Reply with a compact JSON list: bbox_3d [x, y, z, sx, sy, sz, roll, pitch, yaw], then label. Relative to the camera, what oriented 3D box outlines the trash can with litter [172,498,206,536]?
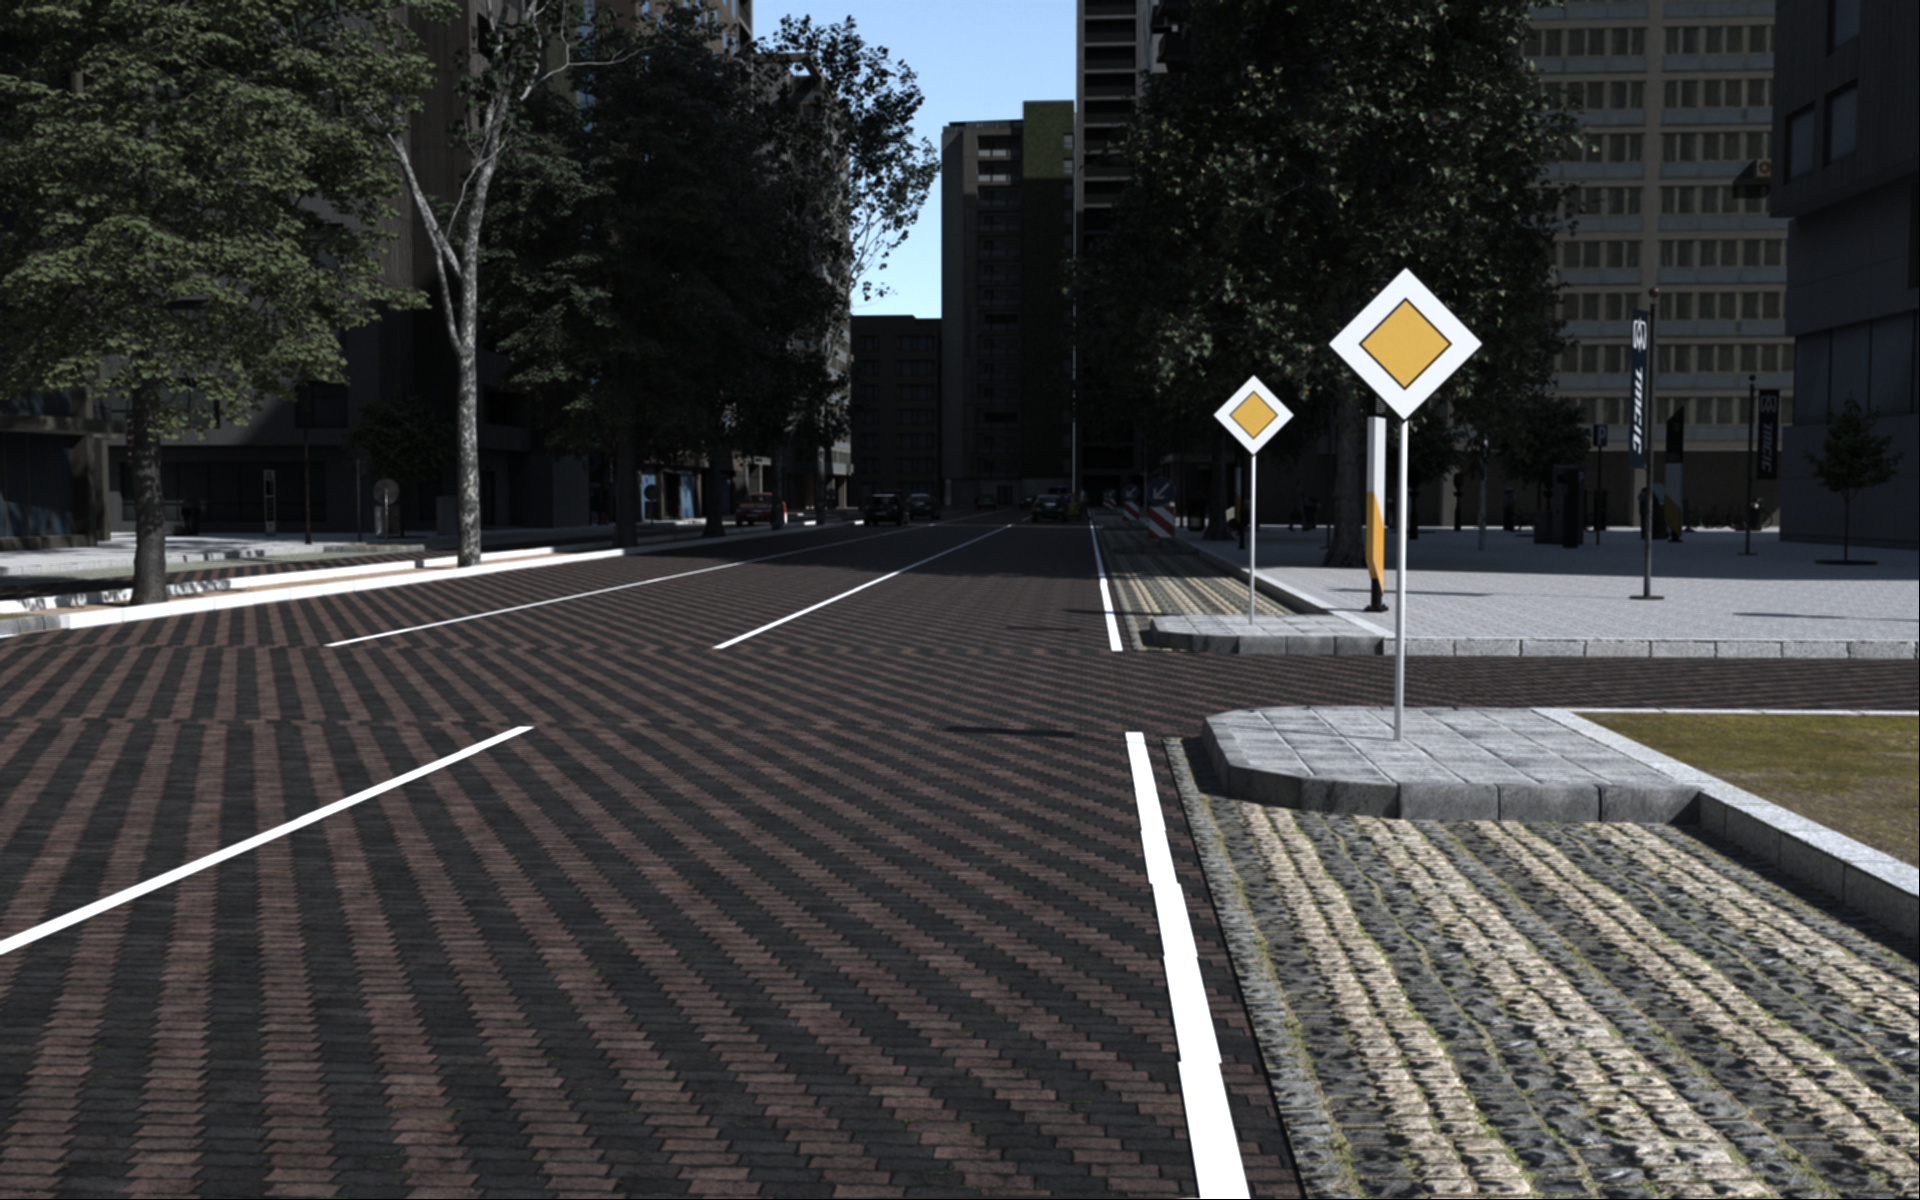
[{"bbox_3d":[-23.864,-2.579,53.548,0.624,1.170,1.055,0,4,5],"label":"trash can with litter"}]

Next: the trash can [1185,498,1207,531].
[{"bbox_3d":[8.182,-2.956,59.984,0.748,1.137,0.748,0,3,0],"label":"trash can"}]

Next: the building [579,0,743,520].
[{"bbox_3d":[-21.041,-27.575,100.965,14.600,45.320,14.200,0,4,4],"label":"building"}]

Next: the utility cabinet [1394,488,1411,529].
[{"bbox_3d":[15.899,-3.278,62.268,0.318,1.500,1.173,2,4,27],"label":"utility cabinet"}]

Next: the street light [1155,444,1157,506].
[{"bbox_3d":[10.340,-7.248,91.290,0.468,5.910,1.993,0,4,4],"label":"street light"}]

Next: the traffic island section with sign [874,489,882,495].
[{"bbox_3d":[-6.972,-8.461,146.964,1.989,1.847,2.006,0,4,4],"label":"traffic island section with sign"}]

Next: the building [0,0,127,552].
[{"bbox_3d":[-31.182,-23.153,33.181,22.147,44.769,28.867,0,4,4],"label":"building"}]

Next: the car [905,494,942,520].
[{"bbox_3d":[-2.143,-5.262,97.831,2.131,1.459,4.920,0,4,5],"label":"car"}]

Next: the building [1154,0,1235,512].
[{"bbox_3d":[23.607,-27.762,108.536,22.147,44.769,28.867,0,4,4],"label":"building"}]

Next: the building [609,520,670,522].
[{"bbox_3d":[-20.701,-26.543,84.088,14.600,45.320,14.200,0,4,4],"label":"building"}]

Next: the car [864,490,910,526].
[{"bbox_3d":[-3.353,-4.279,79.741,2.009,1.686,4.222,0,4,5],"label":"car"}]

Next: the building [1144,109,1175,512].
[{"bbox_3d":[20.974,-21.955,130.665,14.160,30.474,14.107,0,4,4],"label":"building"}]

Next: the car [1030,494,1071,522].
[{"bbox_3d":[4.655,-4.737,89.241,2.131,1.459,4.920,0,4,4],"label":"car"}]

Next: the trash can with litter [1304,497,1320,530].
[{"bbox_3d":[12.779,-3.160,63.048,0.624,1.170,1.055,1,4,14],"label":"trash can with litter"}]

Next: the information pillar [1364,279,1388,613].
[{"bbox_3d":[4.515,-1.676,18.760,0.183,3.616,0.504,2,4,27],"label":"information pillar"}]

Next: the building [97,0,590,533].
[{"bbox_3d":[-22.413,-17.786,62.495,14.160,30.474,14.107,0,4,4],"label":"building"}]

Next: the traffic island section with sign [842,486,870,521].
[{"bbox_3d":[-5.199,-5.161,92.527,2.006,1.907,1.989,0,4,4],"label":"traffic island section with sign"}]

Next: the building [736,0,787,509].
[{"bbox_3d":[-22.917,-41.580,118.082,20.563,71.187,20.611,0,4,4],"label":"building"}]

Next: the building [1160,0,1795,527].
[{"bbox_3d":[25.434,-23.572,77.279,32.217,40.220,23.993,0,4,4],"label":"building"}]

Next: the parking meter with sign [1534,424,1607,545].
[{"bbox_3d":[15.509,-2.928,44.130,0.543,3.016,1.738,-3,5,-42],"label":"parking meter with sign"}]

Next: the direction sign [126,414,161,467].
[{"bbox_3d":[-23.063,-3.484,48.966,0.876,3.537,0.379,-1,4,-14],"label":"direction sign"}]

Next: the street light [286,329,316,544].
[{"bbox_3d":[-16.703,-4.368,44.207,0.468,5.910,1.993,0,4,4],"label":"street light"}]

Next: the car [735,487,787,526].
[{"bbox_3d":[-9.043,-4.271,78.872,2.155,1.783,4.494,0,4,4],"label":"car"}]

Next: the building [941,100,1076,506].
[{"bbox_3d":[5.220,-30.595,183.816,14.086,41.232,14.154,0,4,4],"label":"building"}]

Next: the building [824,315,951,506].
[{"bbox_3d":[-16.028,-21.254,192.535,28.899,21.520,27.650,0,4,4],"label":"building"}]

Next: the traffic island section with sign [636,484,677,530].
[{"bbox_3d":[-12.532,-3.755,70.016,1.989,1.847,2.006,0,4,4],"label":"traffic island section with sign"}]

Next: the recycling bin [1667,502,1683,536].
[{"bbox_3d":[21.758,-2.492,53.293,0.722,1.027,0.722,0,4,5],"label":"recycling bin"}]

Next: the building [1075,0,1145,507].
[{"bbox_3d":[22.729,-45.639,184.447,20.611,71.187,20.563,0,4,4],"label":"building"}]

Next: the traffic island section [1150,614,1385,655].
[{"bbox_3d":[2.895,0.326,16.950,2.009,0.180,2.903,0,4,4],"label":"traffic island section"}]

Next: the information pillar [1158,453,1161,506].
[{"bbox_3d":[9.256,-5.448,80.427,0.183,3.616,0.504,0,4,8],"label":"information pillar"}]

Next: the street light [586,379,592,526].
[{"bbox_3d":[-14.921,-5.927,69.694,0.468,5.910,1.993,0,4,4],"label":"street light"}]

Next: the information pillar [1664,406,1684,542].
[{"bbox_3d":[19.019,-3.349,46.113,0.183,3.616,0.504,-2,4,-30],"label":"information pillar"}]

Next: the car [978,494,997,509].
[{"bbox_3d":[2.577,-9.605,165.840,1.959,1.807,4.718,0,4,2],"label":"car"}]

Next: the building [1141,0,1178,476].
[{"bbox_3d":[29.792,-34.362,151.054,28.713,52.752,27.495,0,4,4],"label":"building"}]

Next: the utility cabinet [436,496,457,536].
[{"bbox_3d":[-15.881,-2.592,53.546,0.306,1.237,1.020,0,4,4],"label":"utility cabinet"}]

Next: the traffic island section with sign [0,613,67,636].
[{"bbox_3d":[-10.607,-0.578,17.582,2.006,1.907,1.989,0,4,4],"label":"traffic island section with sign"}]

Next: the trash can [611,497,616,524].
[{"bbox_3d":[-14.634,-3.853,74.644,0.748,1.137,0.748,0,3,0],"label":"trash can"}]

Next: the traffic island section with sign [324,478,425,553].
[{"bbox_3d":[-14.478,-2.110,43.131,1.989,1.847,2.006,0,4,4],"label":"traffic island section with sign"}]

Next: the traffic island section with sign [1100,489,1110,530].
[{"bbox_3d":[6.618,-3.654,68.370,1.989,1.847,2.006,0,4,4],"label":"traffic island section with sign"}]

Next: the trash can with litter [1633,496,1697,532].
[{"bbox_3d":[23.909,-2.907,58.588,2.233,1.210,1.678,1,4,9],"label":"trash can with litter"}]

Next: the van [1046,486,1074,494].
[{"bbox_3d":[7.851,-8.119,137.133,2.240,2.365,5.245,0,4,5],"label":"van"}]

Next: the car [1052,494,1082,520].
[{"bbox_3d":[6.017,-5.354,97.766,2.015,1.641,3.980,0,4,4],"label":"car"}]

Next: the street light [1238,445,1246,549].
[{"bbox_3d":[6.573,-4.123,40.204,0.468,5.910,1.993,0,4,4],"label":"street light"}]

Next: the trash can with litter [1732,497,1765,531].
[{"bbox_3d":[27.189,-2.960,59.776,0.624,1.170,1.055,-2,4,-32],"label":"trash can with litter"}]

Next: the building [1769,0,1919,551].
[{"bbox_3d":[33.573,-27.016,30.951,27.495,52.752,28.713,0,4,4],"label":"building"}]

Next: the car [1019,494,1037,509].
[{"bbox_3d":[6.756,-9.524,167.521,2.131,1.459,4.920,0,4,6],"label":"car"}]

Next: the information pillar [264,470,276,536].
[{"bbox_3d":[-20.938,-2.939,52.547,0.304,2.012,0.304,-1,4,-23],"label":"information pillar"}]

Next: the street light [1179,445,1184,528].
[{"bbox_3d":[8.421,-5.682,65.685,0.468,5.910,1.993,0,4,4],"label":"street light"}]

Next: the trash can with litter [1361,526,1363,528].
[{"bbox_3d":[14.837,-3.348,65.791,1.678,1.210,2.233,1,4,15],"label":"trash can with litter"}]

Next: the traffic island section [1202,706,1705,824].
[{"bbox_3d":[2.319,0.813,8.985,2.009,0.180,2.903,0,4,4],"label":"traffic island section"}]

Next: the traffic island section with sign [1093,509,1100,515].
[{"bbox_3d":[10.244,-6.721,118.511,1.989,1.847,2.006,0,4,4],"label":"traffic island section with sign"}]

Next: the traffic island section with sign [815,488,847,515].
[{"bbox_3d":[-8.908,-6.815,120.052,1.989,1.847,2.006,0,4,4],"label":"traffic island section with sign"}]

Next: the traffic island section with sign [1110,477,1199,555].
[{"bbox_3d":[4.675,-2.010,41.484,1.989,1.847,2.006,0,4,4],"label":"traffic island section with sign"}]

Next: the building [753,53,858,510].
[{"bbox_3d":[-22.023,-28.174,152.530,23.993,40.220,32.217,0,4,4],"label":"building"}]
